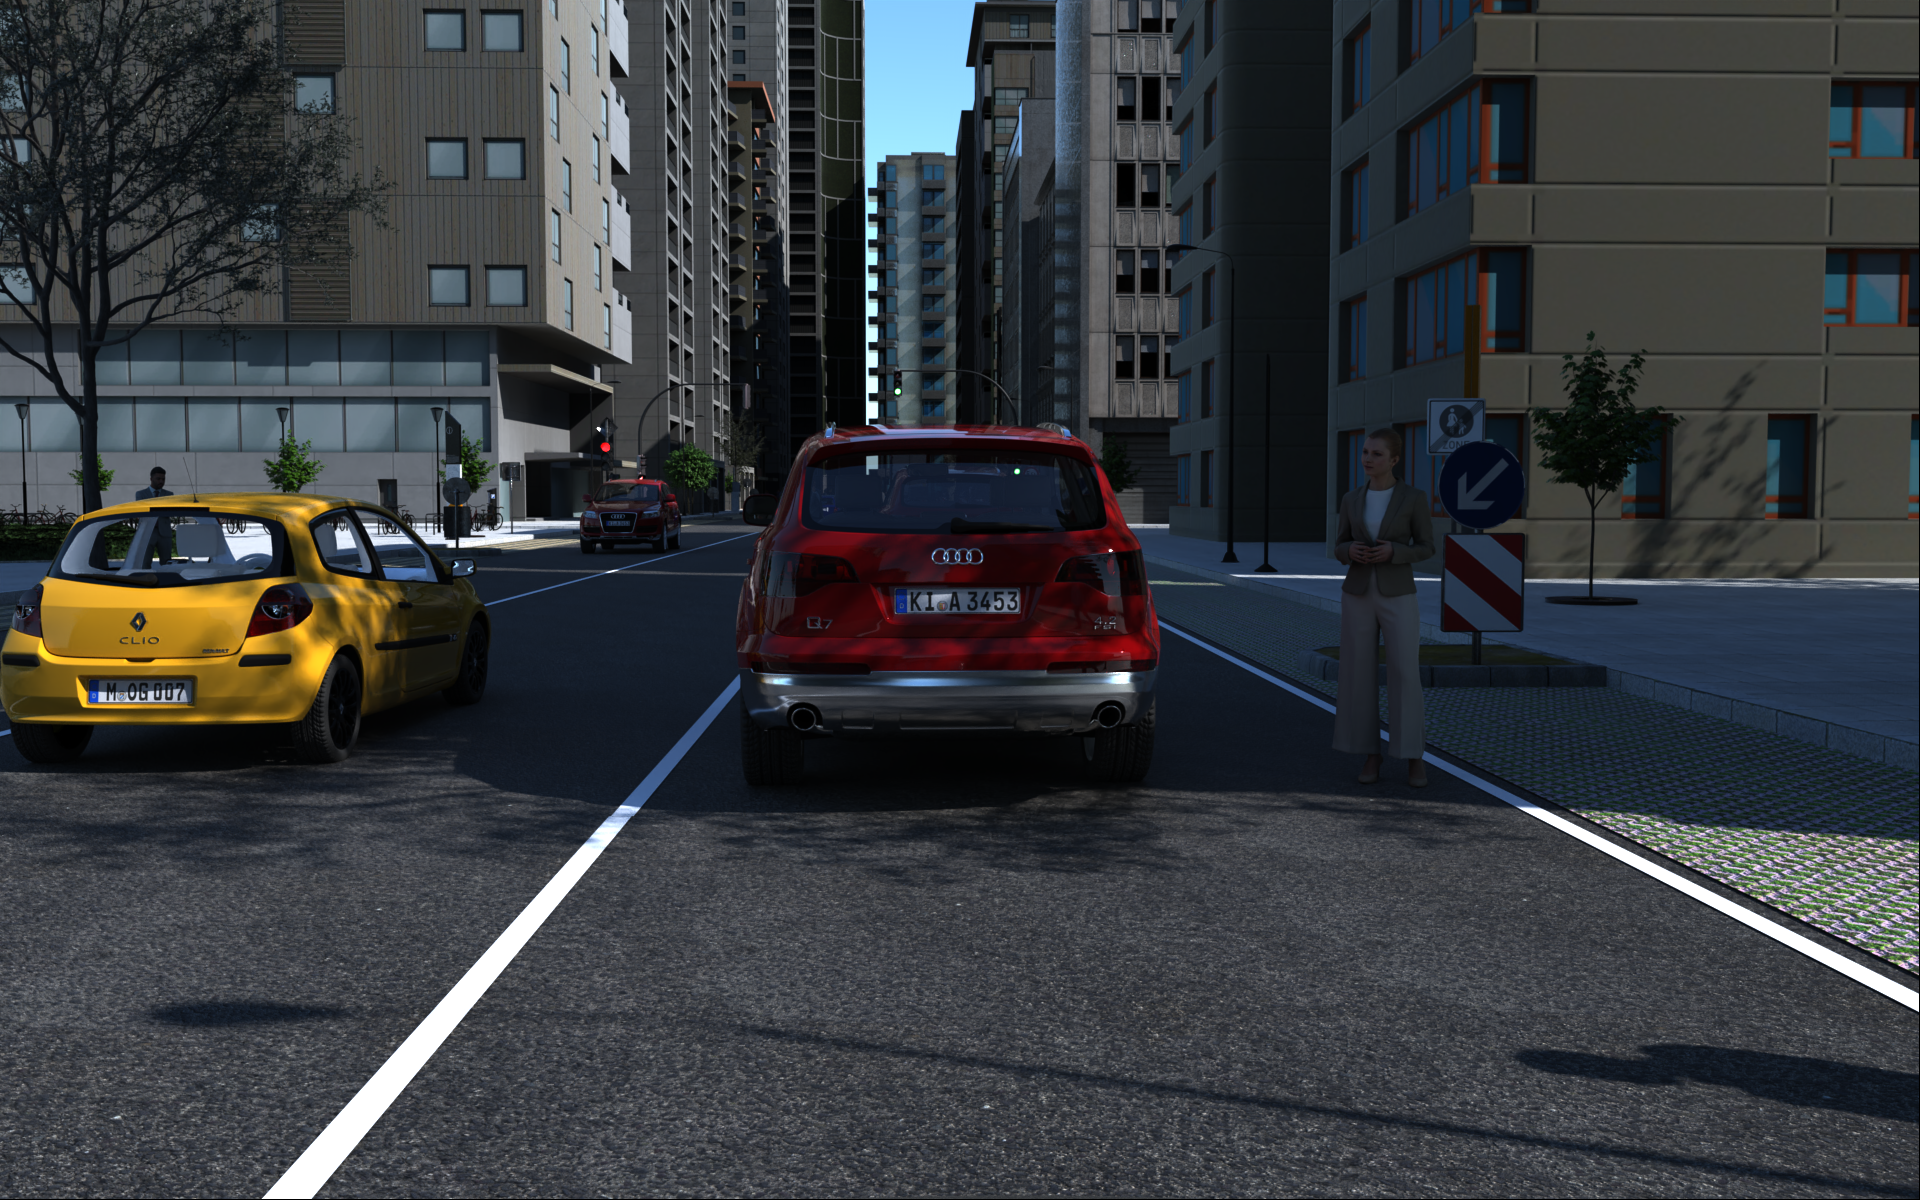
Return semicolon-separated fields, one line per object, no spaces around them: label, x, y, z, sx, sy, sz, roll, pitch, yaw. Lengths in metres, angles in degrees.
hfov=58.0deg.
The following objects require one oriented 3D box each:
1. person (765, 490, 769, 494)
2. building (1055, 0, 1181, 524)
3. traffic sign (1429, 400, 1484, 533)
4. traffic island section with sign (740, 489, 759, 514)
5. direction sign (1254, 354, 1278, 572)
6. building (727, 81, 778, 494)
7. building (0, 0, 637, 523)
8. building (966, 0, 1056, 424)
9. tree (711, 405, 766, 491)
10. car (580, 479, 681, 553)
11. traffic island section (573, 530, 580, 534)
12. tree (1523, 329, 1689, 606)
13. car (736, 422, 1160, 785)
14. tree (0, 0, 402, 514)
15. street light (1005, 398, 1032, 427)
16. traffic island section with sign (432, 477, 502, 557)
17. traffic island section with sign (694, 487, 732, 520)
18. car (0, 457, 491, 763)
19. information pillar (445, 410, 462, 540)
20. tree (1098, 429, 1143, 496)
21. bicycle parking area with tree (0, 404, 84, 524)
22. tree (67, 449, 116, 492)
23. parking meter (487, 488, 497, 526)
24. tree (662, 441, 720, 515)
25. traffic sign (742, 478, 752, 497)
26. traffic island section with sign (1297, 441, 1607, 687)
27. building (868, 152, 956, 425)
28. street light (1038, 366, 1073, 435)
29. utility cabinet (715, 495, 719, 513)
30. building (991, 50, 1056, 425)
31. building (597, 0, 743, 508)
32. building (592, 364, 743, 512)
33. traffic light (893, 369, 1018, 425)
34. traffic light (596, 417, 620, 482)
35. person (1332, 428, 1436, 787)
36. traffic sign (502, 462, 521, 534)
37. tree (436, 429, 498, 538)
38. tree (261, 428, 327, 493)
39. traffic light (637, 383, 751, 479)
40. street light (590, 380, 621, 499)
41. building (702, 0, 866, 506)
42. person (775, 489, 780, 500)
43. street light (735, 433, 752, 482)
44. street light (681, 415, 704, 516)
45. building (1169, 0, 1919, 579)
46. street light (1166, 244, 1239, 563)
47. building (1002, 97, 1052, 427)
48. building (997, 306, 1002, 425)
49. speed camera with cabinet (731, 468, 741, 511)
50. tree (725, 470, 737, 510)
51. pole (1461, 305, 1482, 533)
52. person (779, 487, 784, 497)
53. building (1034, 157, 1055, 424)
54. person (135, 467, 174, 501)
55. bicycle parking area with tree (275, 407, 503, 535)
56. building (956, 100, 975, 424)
person;-22.220;-11.737;198.667;1.217;1.743;0.721;-3;4;-38
building;14.723;-15.899;77.964;19.932;24.808;12.078;0;4;-2
traffic sign;5.302;-1.006;18.583;0.606;2.300;0.079;0;4;4
traffic island section with sign;-14.551;-6.980;122.746;1.989;1.847;2.006;0;4;-2
direction sign;5.044;-2.229;28.445;0.379;3.537;0.876;1;4;11
building;-30.753;-32.181;180.776;22.147;44.769;28.867;0;4;-2
building;-31.663;-30.393;86.163;28.713;52.752;27.495;0;4;-2
building;15.479;-36.420;184.699;28.713;52.752;27.495;0;4;-2
tree;-18.372;-11.797;143.246;4.360;8.622;3.978;0;3;0
car;-8.217;-2.130;43.494;2.281;1.827;5.304;0;4;-3
traffic island section;-12.853;-2.499;63.144;2.009;0.180;2.903;0;4;-2
tree;7.411;-1.581;20.459;1.663;3.219;1.824;0;3;0
car;-0.162;-0.088;10.106;2.281;1.827;5.304;0;4;-3
tree;-14.627;-7.232;28.613;12.009;13.543;11.850;0;3;0
street light;2.878;-6.786;83.488;1.470;5.913;1.316;0;4;-2
traffic island section with sign;-11.752;-1.929;40.165;1.989;1.847;2.006;0;4;-2
traffic island section with sign;-13.627;-5.328;95.747;1.989;1.847;2.006;0;4;-2
car;-4.138;-0.027;10.658;2.015;1.641;3.980;0;3;0
information pillar;-14.158;-3.490;48.420;0.504;3.616;0.183;1;4;21
tree;4.677;-3.490;51.668;1.663;3.219;1.824;0;3;0
bicycle parking area with tree;-30.026;-4.327;57.747;9.016;4.147;8.231;0;4;6
tree;-35.562;-4.698;71.408;1.663;3.219;1.824;0;3;0
parking meter;-18.957;-3.777;70.168;0.372;1.533;0.369;0;3;0
tree;-17.509;-7.818;111.530;4.285;4.588;4.351;0;3;0
traffic sign;-17.110;-8.506;139.171;0.768;2.556;0.104;0;4;-1
traffic island section with sign;3.763;-0.311;13.708;1.989;1.847;2.006;0;4;-2
building;2.496;-38.082;242.240;30.456;49.044;23.786;0;4;-2
street light;3.526;-5.539;63.100;1.470;5.913;1.316;0;4;-2
utility cabinet;-16.289;-6.348;114.959;0.306;1.237;1.020;-2;4;-24
building;9.862;-29.366;163.730;14.154;41.232;14.086;0;4;-2
building;-31.470;-47.143;209.033;20.611;71.187;20.563;0;4;-2
building;-29.240;-43.819;154.685;20.563;71.187;20.611;0;4;-2
traffic light;-0.048;-5.422;63.315;4.771;5.953;1.251;0;4;-2
traffic light;-12.813;-4.531;63.010;0.839;4.253;0.868;0;4;-2
person;2.069;0.029;8.579;0.519;1.759;0.362;2;4;32
traffic sign;-14.353;-3.260;55.430;0.606;2.300;0.079;0;4;6
tree;-14.729;-3.483;51.544;1.663;3.219;1.824;0;3;0
tree;-19.800;-3.454;51.078;1.663;3.219;1.824;0;3;0
traffic light;-10.995;-5.898;71.096;4.771;5.953;1.251;0;4;-2
street light;-14.519;-6.012;70.833;1.470;5.913;1.316;0;4;-2
building;-23.488;-48.997;239.344;20.611;71.187;20.563;0;4;-2
person;-18.458;-10.321;175.242;0.683;1.767;0.568;-1;4;-16
street light;-16.604;-9.779;132.419;1.470;5.913;1.316;0;4;-2
street light;-15.679;-7.897;101.650;1.470;5.913;1.316;0;4;-2
building;20.947;-11.948;40.390;27.650;21.520;28.899;0;4;-2
street light;4.531;-3.657;32.333;1.470;5.913;1.316;0;4;-2
building;9.333;-18.088;113.757;12.078;24.808;19.932;0;4;-2
building;11.278;-16.565;138.288;16.820;18.784;16.811;0;4;-2
speed camera with cabinet;-16.727;-8.253;129.269;0.660;3.252;2.038;0;4;-4
tree;-18.788;-8.892;139.984;1.663;3.219;1.824;0;3;0
pole;5.548;-1.527;18.810;0.158;3.312;0.155;0;3;0
person;-9.609;-5.222;94.063;0.419;1.800;0.721;0;4;6
building;9.564;-14.994;94.302;9.793;20.994;18.267;0;4;-2
person;-10.803;-0.896;23.325;0.466;1.800;0.511;3;4;39
bicycle parking area with tree;-19.849;-4.321;57.648;8.231;4.147;9.016;1;4;16
building;10.464;-35.839;209.677;21.300;48.544;21.600;0;4;-2
